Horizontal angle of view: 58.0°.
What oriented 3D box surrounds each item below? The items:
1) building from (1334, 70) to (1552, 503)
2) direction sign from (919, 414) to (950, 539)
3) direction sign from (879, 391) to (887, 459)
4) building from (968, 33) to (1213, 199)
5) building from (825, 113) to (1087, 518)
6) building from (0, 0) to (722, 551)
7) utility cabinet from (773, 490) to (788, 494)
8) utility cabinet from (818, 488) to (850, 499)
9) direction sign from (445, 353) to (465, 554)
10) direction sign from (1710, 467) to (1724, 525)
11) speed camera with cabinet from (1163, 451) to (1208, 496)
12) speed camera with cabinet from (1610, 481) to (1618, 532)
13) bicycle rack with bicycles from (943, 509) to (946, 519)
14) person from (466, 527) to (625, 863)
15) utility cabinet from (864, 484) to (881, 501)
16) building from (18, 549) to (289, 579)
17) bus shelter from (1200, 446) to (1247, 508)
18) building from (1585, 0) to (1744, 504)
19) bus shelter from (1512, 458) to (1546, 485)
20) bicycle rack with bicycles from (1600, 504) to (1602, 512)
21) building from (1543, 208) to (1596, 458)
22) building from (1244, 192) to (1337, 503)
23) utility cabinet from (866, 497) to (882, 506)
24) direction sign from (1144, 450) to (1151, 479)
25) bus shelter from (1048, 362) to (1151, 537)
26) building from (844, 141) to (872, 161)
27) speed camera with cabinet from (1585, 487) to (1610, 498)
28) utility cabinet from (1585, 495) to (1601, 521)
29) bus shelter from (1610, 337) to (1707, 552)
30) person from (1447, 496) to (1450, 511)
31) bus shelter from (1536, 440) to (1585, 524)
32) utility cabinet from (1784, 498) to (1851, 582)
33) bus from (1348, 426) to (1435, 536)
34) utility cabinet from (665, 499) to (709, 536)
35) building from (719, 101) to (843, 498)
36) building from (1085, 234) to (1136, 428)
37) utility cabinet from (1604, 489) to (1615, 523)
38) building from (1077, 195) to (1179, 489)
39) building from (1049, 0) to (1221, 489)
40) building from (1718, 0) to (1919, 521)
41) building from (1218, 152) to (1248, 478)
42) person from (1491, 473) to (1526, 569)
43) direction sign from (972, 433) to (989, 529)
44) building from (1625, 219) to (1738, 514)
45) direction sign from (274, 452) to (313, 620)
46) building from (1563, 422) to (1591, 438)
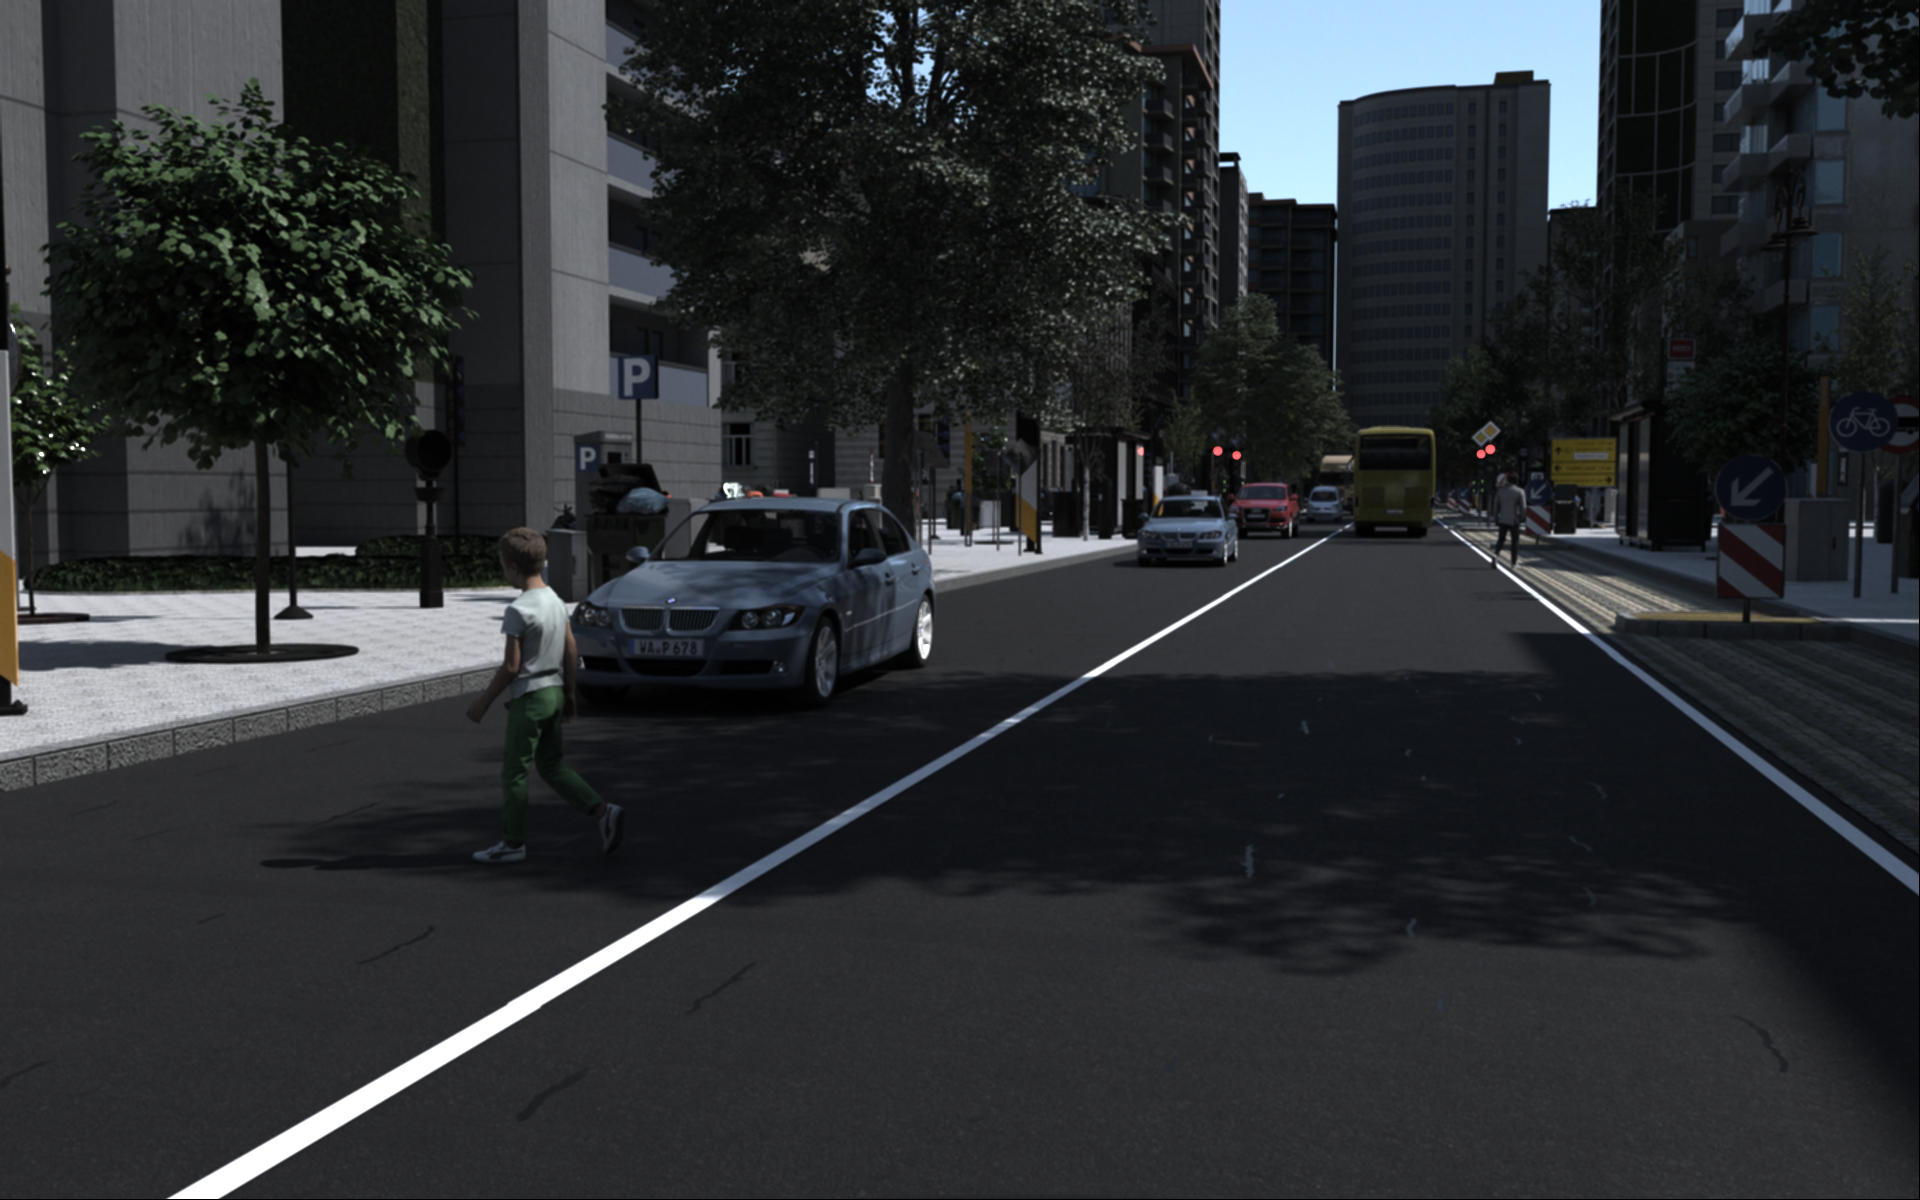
[{"bbox_3d":[68.043,-43.114,246.915,28.212,58.520,21.231,1,4,14],"label":"building"},{"bbox_3d":[-0.729,-3.487,49.004,0.876,3.537,0.379,0,4,0],"label":"direction sign"},{"bbox_3d":[-1.481,-2.806,37.868,0.379,3.537,0.876,-3,5,-42],"label":"direction sign"},{"bbox_3d":[12.615,-31.458,168.955,22.147,44.769,28.867,1,4,14],"label":"building"},{"bbox_3d":[0.577,-16.187,100.821,11.583,22.565,21.152,1,4,14],"label":"building"},{"bbox_3d":[-22.316,-31.250,52.929,28.212,58.520,21.231,1,4,14],"label":"building"},{"bbox_3d":[-9.085,-4.789,86.976,0.318,1.500,1.173,2,4,30],"label":"utility cabinet"},{"bbox_3d":[-4.714,-3.422,64.630,1.173,1.500,0.318,-2,4,-24],"label":"utility cabinet"},{"bbox_3d":[-8.213,-2.216,28.222,0.379,3.537,0.876,0,4,1],"label":"direction sign"},{"bbox_3d":[32.090,-4.942,72.804,0.876,3.537,0.379,3,4,39],"label":"direction sign"},{"bbox_3d":[10.472,-5.280,80.662,2.038,3.252,0.660,0,4,-7],"label":"speed camera with cabinet"},{"bbox_3d":[22.396,-3.847,57.234,0.660,3.252,2.038,0,4,-6],"label":"speed camera with cabinet"},{"bbox_3d":[0.805,-4.485,86.712,2.852,0.926,2.925,-2,4,-27],"label":"bicycle rack with bicycles"},{"bbox_3d":[-1.611,0.368,6.739,0.590,1.304,0.306,0,4,0],"label":"person"},{"bbox_3d":[-1.799,-1.911,39.928,0.318,1.500,1.173,2,4,25],"label":"utility cabinet"},{"bbox_3d":[-25.188,-29.072,17.332,21.231,58.520,28.212,1,4,14],"label":"building"},{"bbox_3d":[13.294,-5.860,87.097,1.731,3.624,6.357,1,4,14],"label":"bus shelter"},{"bbox_3d":[69.507,-44.315,162.809,20.563,71.187,20.611,1,4,14],"label":"building"},{"bbox_3d":[32.659,-6.410,98.728,2.014,3.302,5.546,1,4,14],"label":"bus shelter"},{"bbox_3d":[33.442,-4.682,89.939,2.925,0.926,2.852,1,4,16],"label":"bicycle rack with bicycles"},{"bbox_3d":[88.064,-33.967,238.951,14.086,41.232,14.154,1,4,14],"label":"building"},{"bbox_3d":[40.489,-36.706,254.768,28.867,44.769,22.147,1,4,14],"label":"building"},{"bbox_3d":[-1.575,-1.426,34.470,0.306,1.237,1.020,1,4,13],"label":"utility cabinet"},{"bbox_3d":[9.469,-5.984,89.829,0.876,3.537,0.379,2,4,27],"label":"direction sign"},{"bbox_3d":[4.383,-4.743,55.187,2.179,5.291,8.768,1,4,14],"label":"bus shelter"},{"bbox_3d":[-8.281,-34.225,214.209,28.867,44.769,22.147,1,4,14],"label":"building"},{"bbox_3d":[36.456,-6.483,100.338,2.038,3.252,0.660,0,4,-3],"label":"speed camera with cabinet"},{"bbox_3d":[30.113,-4.389,82.922,1.020,1.237,0.306,0,4,8],"label":"utility cabinet"},{"bbox_3d":[17.188,-3.955,42.288,2.179,5.291,8.768,1,4,14],"label":"bus shelter"},{"bbox_3d":[41.916,-8.540,148.816,0.721,1.739,1.217,1,4,11],"label":"person"},{"bbox_3d":[26.890,-5.277,77.555,1.731,3.624,6.357,1,4,14],"label":"bus shelter"},{"bbox_3d":[12.650,-0.881,25.566,1.020,1.237,0.306,-1,4,-22],"label":"utility cabinet"},{"bbox_3d":[15.322,-4.293,61.739,2.896,3.916,12.252,1,4,12],"label":"bus"},{"bbox_3d":[-3.817,-0.795,24.152,0.306,1.237,1.020,-2,4,-30],"label":"utility cabinet"},{"bbox_3d":[-21.948,-16.572,104.240,30.059,22.955,16.112,1,4,14],"label":"building"},{"bbox_3d":[6.056,-16.613,120.772,9.793,20.994,18.267,1,4,14],"label":"building"},{"bbox_3d":[28.362,-4.086,75.481,0.318,1.500,1.173,2,4,30],"label":"utility cabinet"},{"bbox_3d":[10.212,-18.827,137.501,12.332,23.373,15.834,1,4,14],"label":"building"},{"bbox_3d":[20.141,-46.083,191.716,20.563,71.187,20.611,1,4,14],"label":"building"},{"bbox_3d":[55.716,-28.698,88.828,30.456,49.044,23.786,1,4,14],"label":"building"},{"bbox_3d":[27.444,-32.198,210.035,14.086,41.232,14.154,1,4,14],"label":"building"},{"bbox_3d":[10.497,-1.516,33.139,0.661,1.843,0.795,3,5,41],"label":"person"},{"bbox_3d":[0.665,-4.393,63.820,0.876,3.537,0.379,-1,4,-23],"label":"direction sign"},{"bbox_3d":[62.638,-16.836,120.310,27.650,21.520,28.899,1,4,14],"label":"building"},{"bbox_3d":[-6.872,-1.575,17.754,0.379,3.537,0.876,1,4,10],"label":"direction sign"},{"bbox_3d":[78.068,-53.460,186.743,22.319,86.520,31.000,1,4,14],"label":"building"}]
